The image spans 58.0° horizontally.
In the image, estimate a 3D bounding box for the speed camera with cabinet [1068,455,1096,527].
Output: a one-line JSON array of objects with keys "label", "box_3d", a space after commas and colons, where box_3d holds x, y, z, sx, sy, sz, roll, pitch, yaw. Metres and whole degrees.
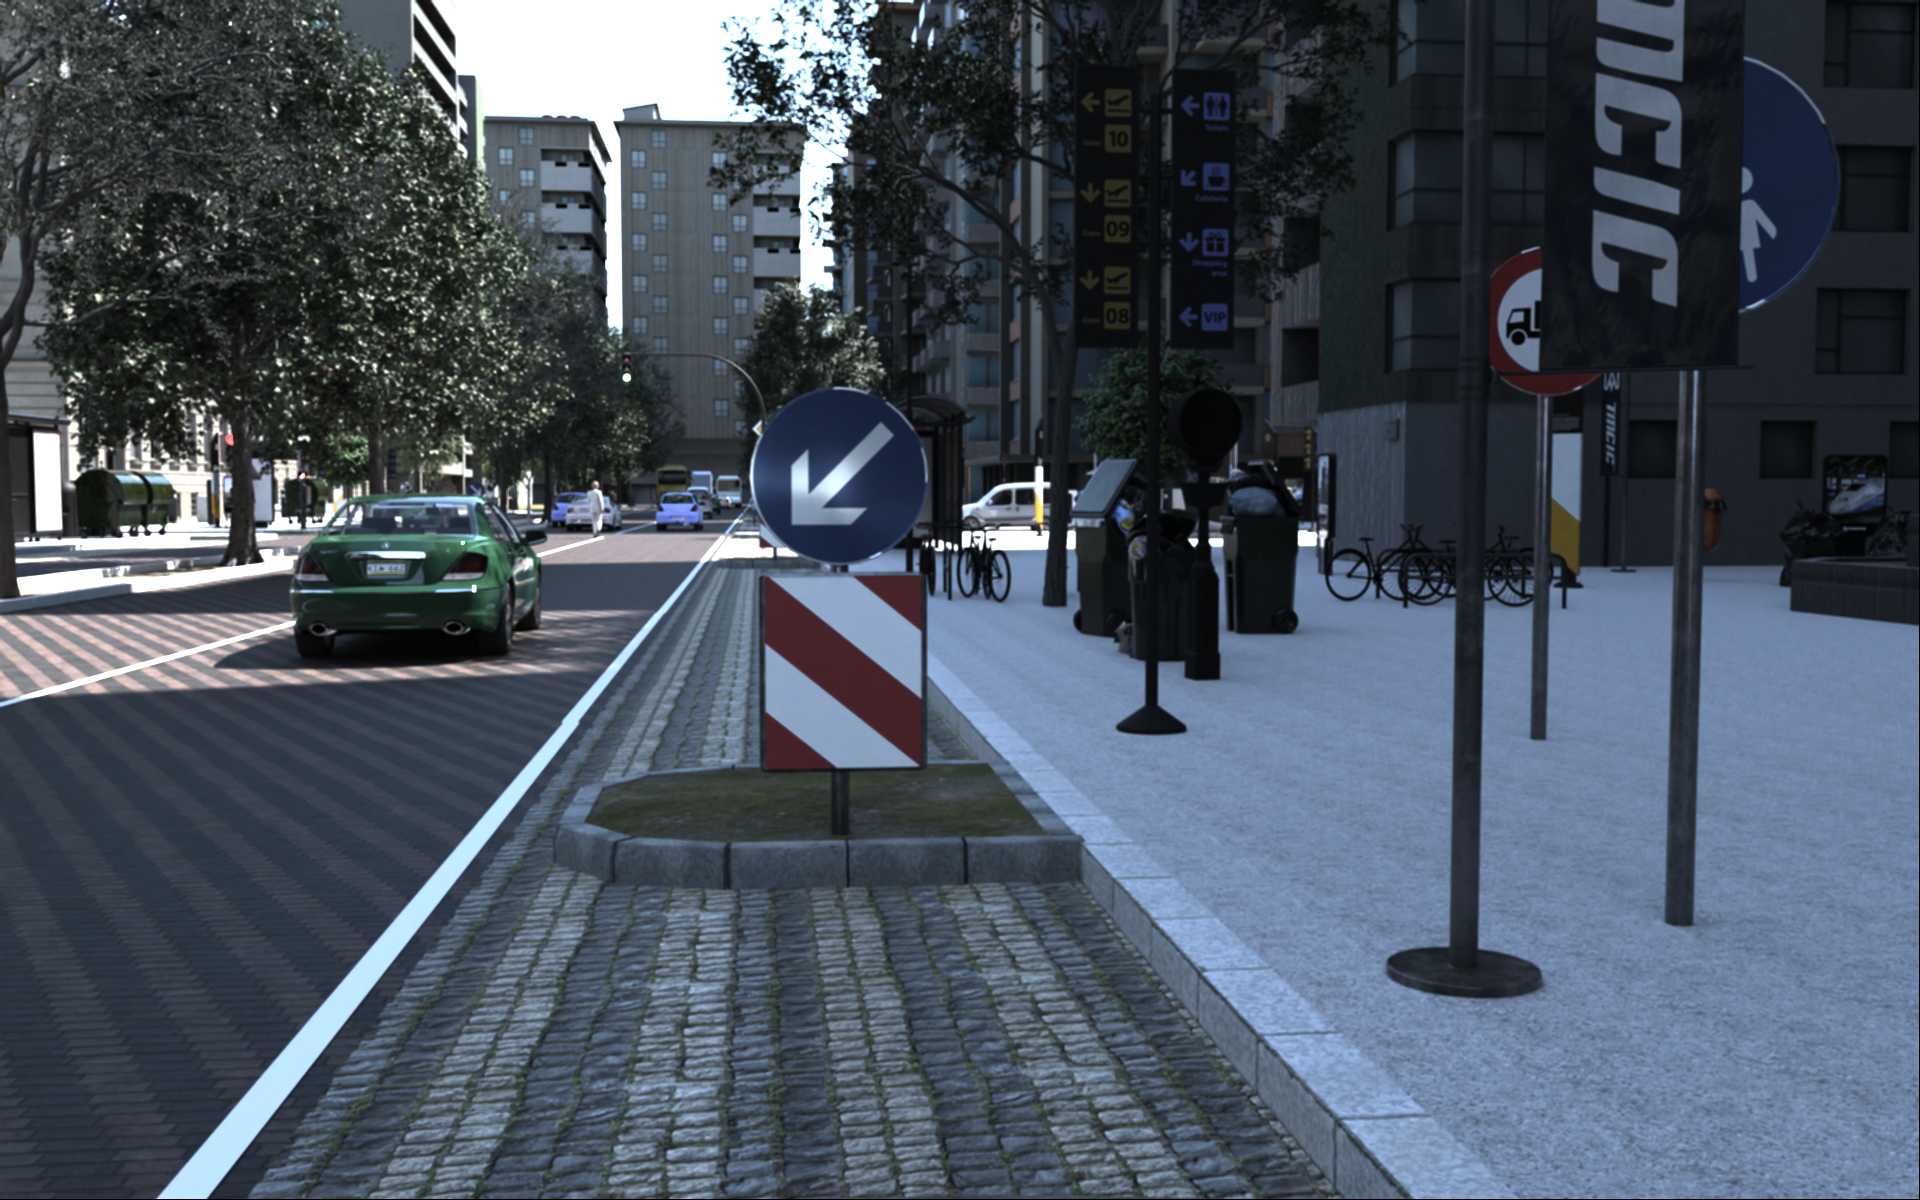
[{"label": "speed camera with cabinet", "box_3d": [4.633, -4.507, 68.030, 2.038, 3.252, 0.660, 0, 4, -2]}]

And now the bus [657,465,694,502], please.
[{"label": "bus", "box_3d": [-24.298, -9.541, 147.548, 2.896, 3.916, 12.252, 0, 4, -7]}]

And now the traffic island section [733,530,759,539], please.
[{"label": "traffic island section", "box_3d": [-6.363, -2.092, 56.486, 2.009, 0.180, 2.903, 0, 4, -7]}]

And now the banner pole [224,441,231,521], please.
[{"label": "banner pole", "box_3d": [-34.773, -5.656, 82.489, 0.401, 3.779, 0.863, 0, 4, 7]}]

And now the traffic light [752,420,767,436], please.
[{"label": "traffic light", "box_3d": [-7.325, -4.610, 64.299, 0.839, 4.253, 0.868, 0, 4, -7]}]

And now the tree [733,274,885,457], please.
[{"label": "tree", "box_3d": [-8.298, -11.834, 100.133, 9.857, 13.997, 8.962, 0, 3, 0]}]

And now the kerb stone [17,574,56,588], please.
[{"label": "kerb stone", "box_3d": [-14.350, -0.284, 26.908, 0.120, 0.150, 1.000, 0, 4, -7]}]

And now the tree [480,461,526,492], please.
[{"label": "tree", "box_3d": [-33.944, -8.849, 128.397, 4.285, 4.588, 4.351, 0, 3, 0]}]

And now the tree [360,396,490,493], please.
[{"label": "tree", "box_3d": [-31.393, -11.108, 99.749, 7.486, 12.596, 7.792, 0, 3, 0]}]

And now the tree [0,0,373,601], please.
[{"label": "tree", "box_3d": [-12.974, -6.744, 23.086, 12.009, 13.543, 11.850, 0, 3, 0]}]

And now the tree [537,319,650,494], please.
[{"label": "tree", "box_3d": [-21.997, -10.595, 101.447, 9.928, 11.665, 9.643, 0, 3, 0]}]

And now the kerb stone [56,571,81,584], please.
[{"label": "kerb stone", "box_3d": [-14.476, -0.350, 27.922, 0.120, 0.150, 1.000, 0, 4, -7]}]

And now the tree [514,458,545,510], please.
[{"label": "tree", "box_3d": [-34.734, -13.373, 136.775, 7.486, 12.596, 7.792, 0, 3, 0]}]

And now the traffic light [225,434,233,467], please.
[{"label": "traffic light", "box_3d": [-22.754, -4.008, 54.459, 0.839, 4.253, 0.868, 0, 4, -7]}]

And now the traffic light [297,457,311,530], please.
[{"label": "traffic light", "box_3d": [-21.607, -5.382, 62.666, 4.771, 5.953, 1.251, 0, 4, -7]}]

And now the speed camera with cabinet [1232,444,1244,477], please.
[{"label": "speed camera with cabinet", "box_3d": [11.131, -4.378, 65.919, 2.038, 3.252, 0.660, 0, 4, -1]}]

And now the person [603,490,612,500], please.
[{"label": "person", "box_3d": [-30.191, -8.513, 147.817, 0.705, 1.807, 1.348, 3, 5, 40]}]

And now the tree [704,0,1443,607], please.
[{"label": "tree", "box_3d": [1.013, -5.185, 19.188, 8.767, 10.594, 7.601, 1, 4, 8]}]

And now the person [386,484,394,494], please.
[{"label": "person", "box_3d": [-21.856, -3.536, 66.502, 0.419, 1.800, 0.721, 0, 4, 1]}]

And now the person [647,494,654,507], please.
[{"label": "person", "box_3d": [-31.427, -10.082, 176.558, 0.991, 1.433, 0.599, -2, 4, -28]}]

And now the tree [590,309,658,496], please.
[{"label": "tree", "box_3d": [-19.975, -10.055, 83.857, 9.611, 12.733, 9.660, 0, 3, 0]}]

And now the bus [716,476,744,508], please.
[{"label": "bus", "box_3d": [-24.359, -11.511, 183.063, 2.948, 3.499, 13.247, 0, 4, -7]}]

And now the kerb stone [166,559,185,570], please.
[{"label": "kerb stone", "box_3d": [-15.056, -0.656, 33.013, 0.120, 0.150, 1.000, 0, 4, -7]}]

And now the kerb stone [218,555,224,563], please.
[{"label": "kerb stone", "box_3d": [-15.418, -0.845, 36.077, 0.120, 0.150, 1.000, 0, 4, -7]}]

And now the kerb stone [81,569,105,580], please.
[{"label": "kerb stone", "box_3d": [-14.587, -0.412, 28.938, 0.120, 0.150, 1.000, 0, 4, -7]}]

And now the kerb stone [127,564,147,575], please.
[{"label": "kerb stone", "box_3d": [-14.820, -0.535, 30.977, 0.120, 0.150, 1.000, 0, 4, -7]}]

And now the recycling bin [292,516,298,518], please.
[{"label": "recycling bin", "box_3d": [-36.173, -4.990, 94.147, 0.722, 1.027, 0.722, 3, 4, 36]}]

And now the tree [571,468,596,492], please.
[{"label": "tree", "box_3d": [-39.675, -12.153, 182.411, 4.285, 4.588, 4.351, 0, 3, 0]}]

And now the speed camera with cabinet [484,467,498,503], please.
[{"label": "speed camera with cabinet", "box_3d": [-34.465, -8.007, 125.250, 2.038, 3.252, 0.660, 1, 4, 12]}]

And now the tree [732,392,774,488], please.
[{"label": "tree", "box_3d": [-20.906, -17.620, 205.099, 9.611, 12.733, 9.660, 0, 3, 0]}]

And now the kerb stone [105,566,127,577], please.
[{"label": "kerb stone", "box_3d": [-14.705, -0.472, 29.954, 0.120, 0.150, 1.000, 0, 4, -7]}]

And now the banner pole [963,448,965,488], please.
[{"label": "banner pole", "box_3d": [-0.048, -5.649, 82.372, 0.401, 3.779, 0.863, 3, 5, 40]}]

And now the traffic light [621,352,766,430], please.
[{"label": "traffic light", "box_3d": [-8.472, -4.974, 55.986, 4.771, 5.953, 1.251, 0, 4, -7]}]

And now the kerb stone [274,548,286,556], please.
[{"label": "kerb stone", "box_3d": [-15.890, -1.095, 40.149, 0.120, 0.150, 1.000, 0, 4, -7]}]

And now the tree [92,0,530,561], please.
[{"label": "tree", "box_3d": [-14.906, -7.617, 43.998, 9.611, 12.733, 9.660, 0, 3, 0]}]

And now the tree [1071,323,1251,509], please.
[{"label": "tree", "box_3d": [3.853, -3.032, 33.294, 4.285, 4.588, 4.351, 0, 3, 0]}]

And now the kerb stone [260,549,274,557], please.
[{"label": "kerb stone", "box_3d": [-15.771, -1.036, 39.134, 0.120, 0.150, 1.000, 0, 4, -7]}]

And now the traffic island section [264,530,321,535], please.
[{"label": "traffic island section", "box_3d": [-23.716, -2.461, 62.521, 2.009, 0.180, 2.903, 0, 4, -7]}]

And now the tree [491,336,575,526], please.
[{"label": "tree", "box_3d": [-19.167, -7.583, 76.808, 4.360, 8.622, 3.978, 0, 3, 0]}]

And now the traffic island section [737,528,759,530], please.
[{"label": "traffic island section", "box_3d": [-7.284, -2.577, 64.418, 2.009, 0.180, 2.903, 0, 4, -7]}]

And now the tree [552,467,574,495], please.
[{"label": "tree", "box_3d": [-36.758, -12.671, 157.537, 4.737, 8.622, 4.395, 0, 3, 0]}]

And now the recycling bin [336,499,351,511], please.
[{"label": "recycling bin", "box_3d": [-32.172, -4.777, 90.652, 0.722, 1.027, 0.722, 0, 4, -2]}]

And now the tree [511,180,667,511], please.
[{"label": "tree", "box_3d": [-17.897, -9.461, 67.511, 12.009, 13.543, 11.850, 0, 3, 0]}]

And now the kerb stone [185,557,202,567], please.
[{"label": "kerb stone", "box_3d": [-15.175, -0.724, 34.036, 0.120, 0.150, 1.000, 0, 4, -7]}]

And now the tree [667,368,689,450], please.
[{"label": "tree", "box_3d": [-24.351, -12.855, 123.013, 12.009, 13.543, 11.850, 0, 3, 0]}]

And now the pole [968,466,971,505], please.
[{"label": "pole", "box_3d": [0.577, -7.017, 108.567, 0.158, 3.312, 0.155, 0, 3, 0]}]

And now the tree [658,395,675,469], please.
[{"label": "tree", "box_3d": [-23.280, -11.726, 111.183, 9.611, 12.733, 9.660, 0, 3, 0]}]

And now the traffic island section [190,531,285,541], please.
[{"label": "traffic island section", "box_3d": [-22.795, -1.976, 54.589, 2.009, 0.180, 2.903, 0, 4, -7]}]

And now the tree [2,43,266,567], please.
[{"label": "tree", "box_3d": [-14.158, -7.001, 33.936, 9.611, 12.733, 9.660, 0, 3, 0]}]

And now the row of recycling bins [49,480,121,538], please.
[{"label": "row of recycling bins", "box_3d": [-26.561, -2.775, 52.482, 1.069, 1.692, 3.534, 0, 4, -2]}]

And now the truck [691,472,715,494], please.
[{"label": "truck", "box_3d": [-30.493, -12.976, 201.911, 2.967, 4.110, 18.799, 0, 4, -5]}]

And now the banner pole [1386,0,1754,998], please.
[{"label": "banner pole", "box_3d": [1.546, -0.879, 4.389, 0.863, 3.779, 0.401, 2, 4, 25]}]

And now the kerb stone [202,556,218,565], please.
[{"label": "kerb stone", "box_3d": [-15.294, -0.786, 35.051, 0.120, 0.150, 1.000, 0, 4, -7]}]

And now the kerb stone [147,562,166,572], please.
[{"label": "kerb stone", "box_3d": [-14.945, -0.594, 31.992, 0.120, 0.150, 1.000, 0, 4, -7]}]

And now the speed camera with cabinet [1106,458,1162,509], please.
[{"label": "speed camera with cabinet", "box_3d": [4.153, -2.884, 41.482, 0.660, 3.252, 2.038, 2, 4, 32]}]

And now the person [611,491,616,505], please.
[{"label": "person", "box_3d": [-33.613, -9.674, 167.207, 0.750, 1.759, 0.617, -2, 4, -31]}]

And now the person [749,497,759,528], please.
[{"label": "person", "box_3d": [-8.371, -3.711, 70.993, 0.589, 1.601, 0.330, 0, 4, 8]}]

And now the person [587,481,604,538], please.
[{"label": "person", "box_3d": [-11.795, -2.915, 56.045, 0.514, 1.842, 0.818, -1, 4, -10]}]

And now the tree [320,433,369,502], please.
[{"label": "tree", "box_3d": [-28.811, -5.963, 81.209, 4.285, 4.588, 4.351, 0, 3, 0]}]
